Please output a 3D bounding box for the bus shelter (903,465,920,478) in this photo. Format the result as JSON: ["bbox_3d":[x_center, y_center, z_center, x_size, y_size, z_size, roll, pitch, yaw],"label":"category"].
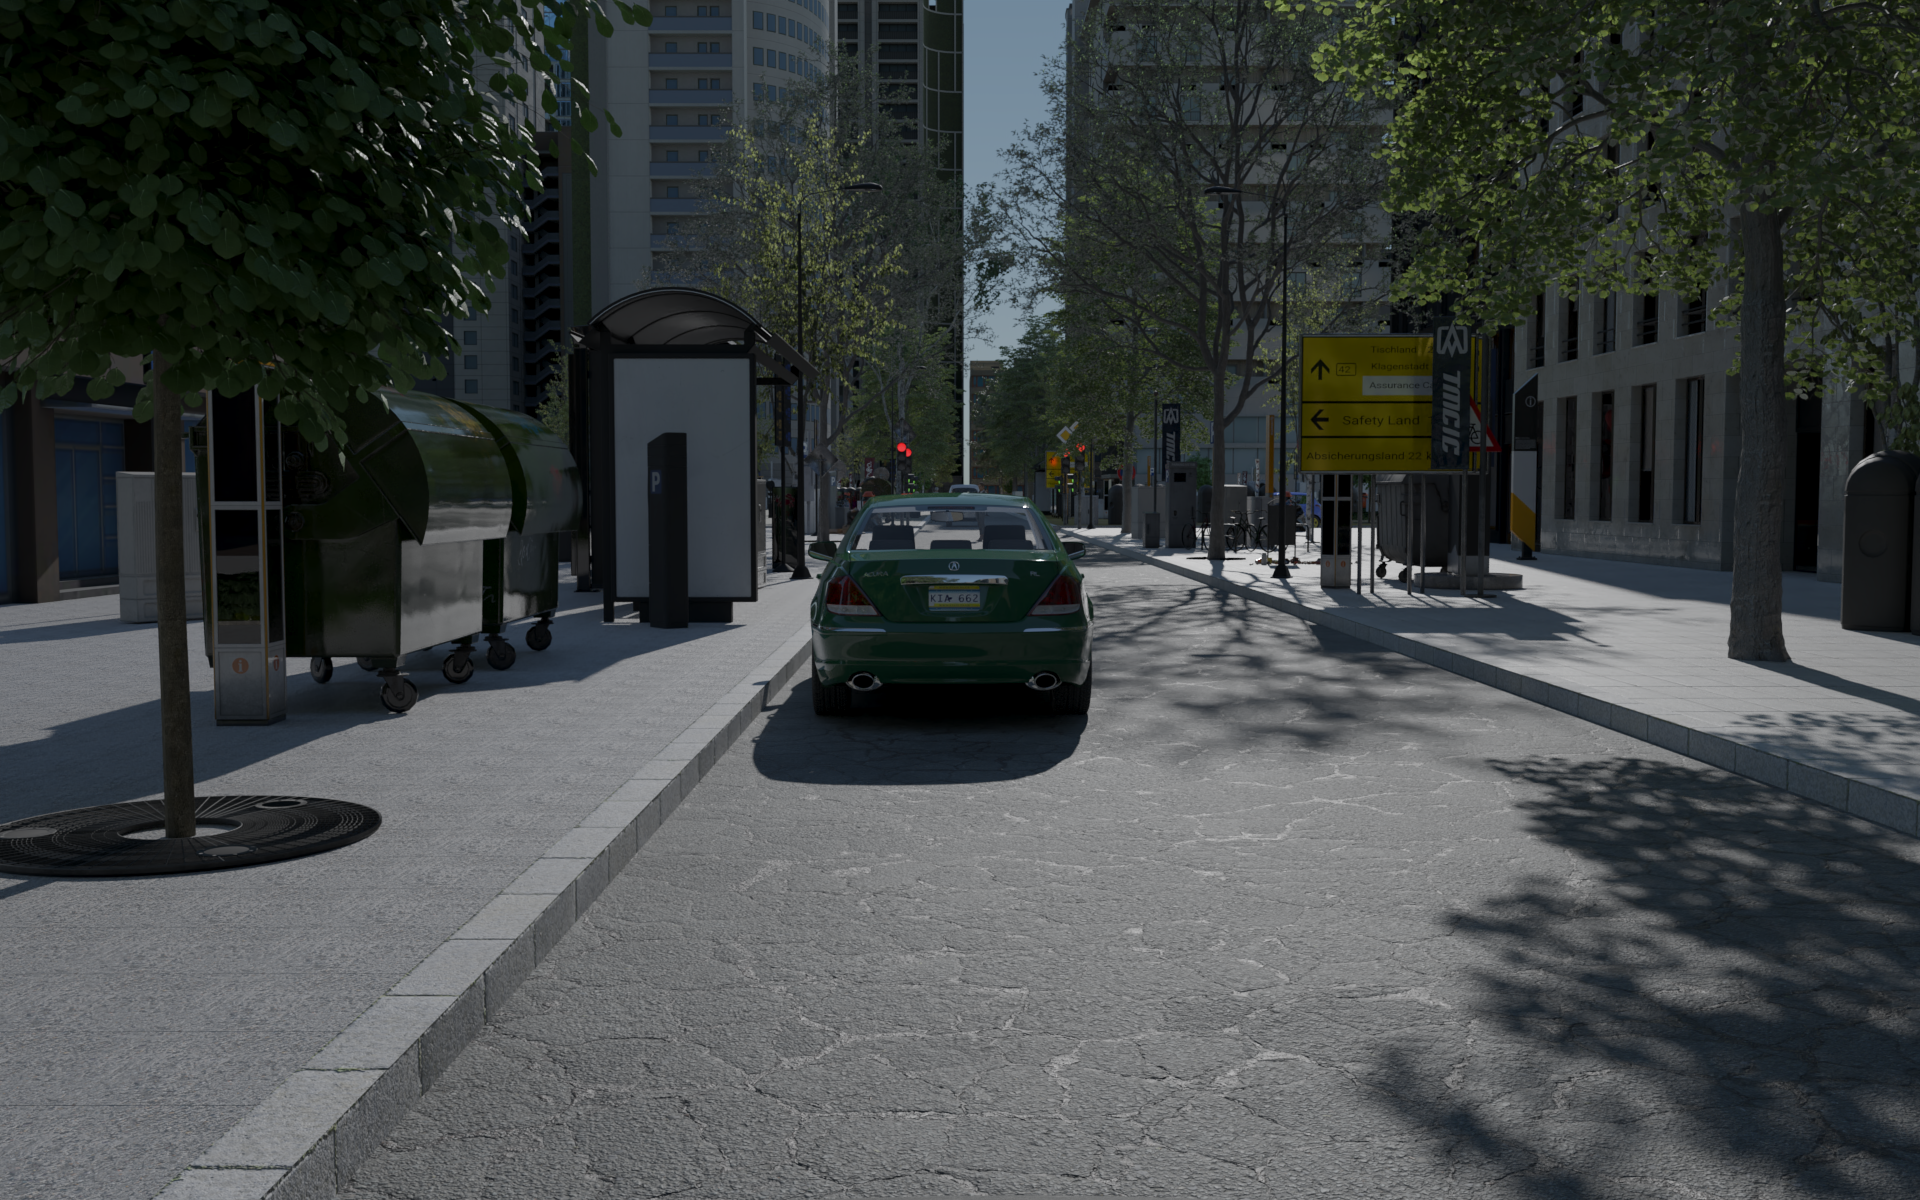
[{"bbox_3d":[-4.023,-8.901,136.814,1.731,3.624,6.357,0,4,0],"label":"bus shelter"}]

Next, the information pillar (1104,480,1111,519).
[{"bbox_3d":[7.522,-5.132,88.395,0.304,2.012,0.304,2,4,25],"label":"information pillar"}]

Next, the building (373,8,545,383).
[{"bbox_3d":[-60.683,-46.772,202.971,20.611,71.187,20.563,0,4,0],"label":"building"}]

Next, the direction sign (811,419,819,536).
[{"bbox_3d":[-4.373,-3.717,52.767,0.379,3.537,0.876,0,4,2],"label":"direction sign"}]

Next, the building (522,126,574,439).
[{"bbox_3d":[-43.289,-34.028,206.463,14.200,45.320,14.600,0,4,0],"label":"building"}]

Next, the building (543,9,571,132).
[{"bbox_3d":[-64.136,-57.137,246.859,31.000,86.520,22.319,0,4,0],"label":"building"}]

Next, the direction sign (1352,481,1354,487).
[{"bbox_3d":[30.256,-8.643,133.304,0.379,3.537,0.876,-1,4,-19],"label":"direction sign"}]

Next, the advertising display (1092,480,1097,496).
[{"bbox_3d":[6.190,-4.594,80.319,0.123,1.923,0.974,0,4,-7],"label":"advertising display"}]

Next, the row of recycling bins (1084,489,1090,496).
[{"bbox_3d":[11.017,-7.793,134.529,3.534,1.692,1.069,2,4,30],"label":"row of recycling bins"}]

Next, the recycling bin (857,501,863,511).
[{"bbox_3d":[-3.325,-3.140,63.886,0.722,1.027,0.722,-2,4,-29],"label":"recycling bin"}]

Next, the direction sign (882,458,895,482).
[{"bbox_3d":[-4.552,-7.226,110.148,0.876,3.537,0.379,1,4,17],"label":"direction sign"}]

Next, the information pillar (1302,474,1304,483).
[{"bbox_3d":[26.864,-8.825,135.636,0.183,3.616,0.504,0,4,-4],"label":"information pillar"}]

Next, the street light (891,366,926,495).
[{"bbox_3d":[-1.917,-5.536,63.053,1.470,5.913,1.316,0,4,0],"label":"street light"}]

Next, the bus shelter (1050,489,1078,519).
[{"bbox_3d":[5.887,-7.156,94.628,2.179,5.291,8.768,0,3,0],"label":"bus shelter"}]

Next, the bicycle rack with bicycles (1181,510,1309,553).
[{"bbox_3d":[6.567,-1.562,38.915,2.852,0.926,2.925,-1,4,-15],"label":"bicycle rack with bicycles"}]

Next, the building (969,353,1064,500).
[{"bbox_3d":[15.902,-24.864,251.569,28.899,21.520,27.650,0,4,0],"label":"building"}]

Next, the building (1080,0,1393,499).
[{"bbox_3d":[27.127,-35.634,171.848,28.713,52.752,27.495,0,4,0],"label":"building"}]

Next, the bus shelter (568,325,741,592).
[{"bbox_3d":[-4.276,-2.103,25.660,1.731,3.624,6.357,0,4,0],"label":"bus shelter"}]

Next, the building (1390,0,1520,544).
[{"bbox_3d":[19.901,-13.298,47.100,12.332,23.373,15.834,0,4,0],"label":"building"}]

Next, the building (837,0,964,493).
[{"bbox_3d":[-9.730,-49.450,246.755,20.611,71.187,20.563,0,4,0],"label":"building"}]

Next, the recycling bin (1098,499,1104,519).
[{"bbox_3d":[7.313,-4.712,89.599,0.722,1.027,0.722,2,4,31],"label":"recycling bin"}]

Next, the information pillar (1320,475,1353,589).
[{"bbox_3d":[5.110,-1.163,23.507,0.304,2.012,0.304,-2,4,-31],"label":"information pillar"}]

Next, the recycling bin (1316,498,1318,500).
[{"bbox_3d":[22.674,-6.049,111.454,0.722,1.027,0.722,2,4,26],"label":"recycling bin"}]

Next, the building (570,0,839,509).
[{"bbox_3d":[-22.629,-37.767,159.492,21.231,58.520,28.212,0,4,0],"label":"building"}]

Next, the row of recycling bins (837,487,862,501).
[{"bbox_3d":[-6.993,-6.172,108.032,1.069,1.692,3.534,-3,4,-36],"label":"row of recycling bins"}]

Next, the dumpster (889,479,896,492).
[{"bbox_3d":[-4.800,-6.838,114.297,1.502,2.255,1.985,0,4,0],"label":"dumpster"}]

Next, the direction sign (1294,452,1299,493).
[{"bbox_3d":[18.066,-6.184,93.113,0.379,3.537,0.876,2,4,25],"label":"direction sign"}]

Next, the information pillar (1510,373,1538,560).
[{"bbox_3d":[10.936,-2.580,33.539,0.504,3.616,0.183,-1,4,-8],"label":"information pillar"}]

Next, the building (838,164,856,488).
[{"bbox_3d":[-24.153,-30.908,197.223,23.993,40.220,32.217,0,4,0],"label":"building"}]

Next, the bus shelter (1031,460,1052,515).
[{"bbox_3d":[5.295,-6.628,102.296,2.014,3.302,5.546,0,4,0],"label":"bus shelter"}]

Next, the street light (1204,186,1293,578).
[{"bbox_3d":[4.379,-3.289,26.324,1.470,5.913,1.316,0,4,0],"label":"street light"}]

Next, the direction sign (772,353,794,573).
[{"bbox_3d":[-2.900,-2.226,28.393,0.379,3.537,0.876,1,4,10],"label":"direction sign"}]

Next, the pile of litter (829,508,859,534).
[{"bbox_3d":[-3.640,-2.541,55.514,1.176,0.858,1.719,0,4,-7],"label":"pile of litter"}]

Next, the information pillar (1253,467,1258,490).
[{"bbox_3d":[23.270,-8.855,136.133,0.504,3.616,0.183,-2,4,-35],"label":"information pillar"}]

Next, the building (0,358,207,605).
[{"bbox_3d":[-17.495,-22.705,21.345,14.600,45.320,14.200,0,4,0],"label":"building"}]

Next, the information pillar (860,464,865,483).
[{"bbox_3d":[-6.826,-8.028,122.615,0.504,3.616,0.183,2,4,29],"label":"information pillar"}]

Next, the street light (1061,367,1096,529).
[{"bbox_3d":[4.261,-5.553,63.339,1.470,5.913,1.316,0,4,0],"label":"street light"}]

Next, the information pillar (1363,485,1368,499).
[{"bbox_3d":[30.399,-8.484,130.069,0.504,3.616,0.183,0,4,-5],"label":"information pillar"}]

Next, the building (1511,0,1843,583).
[{"bbox_3d":[17.786,-10.749,30.491,10.420,20.320,16.860,0,4,0],"label":"building"}]

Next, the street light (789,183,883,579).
[{"bbox_3d":[-1.857,-3.270,26.007,1.470,5.913,1.316,0,4,0],"label":"street light"}]

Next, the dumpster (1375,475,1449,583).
[{"bbox_3d":[6.923,-1.215,25.616,1.264,1.857,1.865,0,4,0],"label":"dumpster"}]

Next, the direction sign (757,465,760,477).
[{"bbox_3d":[-13.522,-7.552,115.470,0.379,3.537,0.876,1,4,20],"label":"direction sign"}]

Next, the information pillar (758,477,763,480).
[{"bbox_3d":[-8.412,-4.164,72.576,0.304,2.012,0.304,0,4,5],"label":"information pillar"}]

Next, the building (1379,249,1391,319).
[{"bbox_3d":[49.331,-26.699,208.225,14.107,30.474,14.160,0,4,0],"label":"building"}]

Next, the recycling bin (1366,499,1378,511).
[{"bbox_3d":[23.205,-5.177,97.203,0.722,1.027,0.722,0,4,5],"label":"recycling bin"}]

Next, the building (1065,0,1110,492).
[{"bbox_3d":[22.623,-40.211,199.455,21.231,58.520,28.212,0,4,0],"label":"building"}]

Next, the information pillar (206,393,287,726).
[{"bbox_3d":[-3.972,-0.316,9.651,0.304,2.012,0.304,0,4,-2],"label":"information pillar"}]

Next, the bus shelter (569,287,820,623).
[{"bbox_3d":[-2.814,-1.578,19.720,2.014,3.302,5.546,0,4,0],"label":"bus shelter"}]
